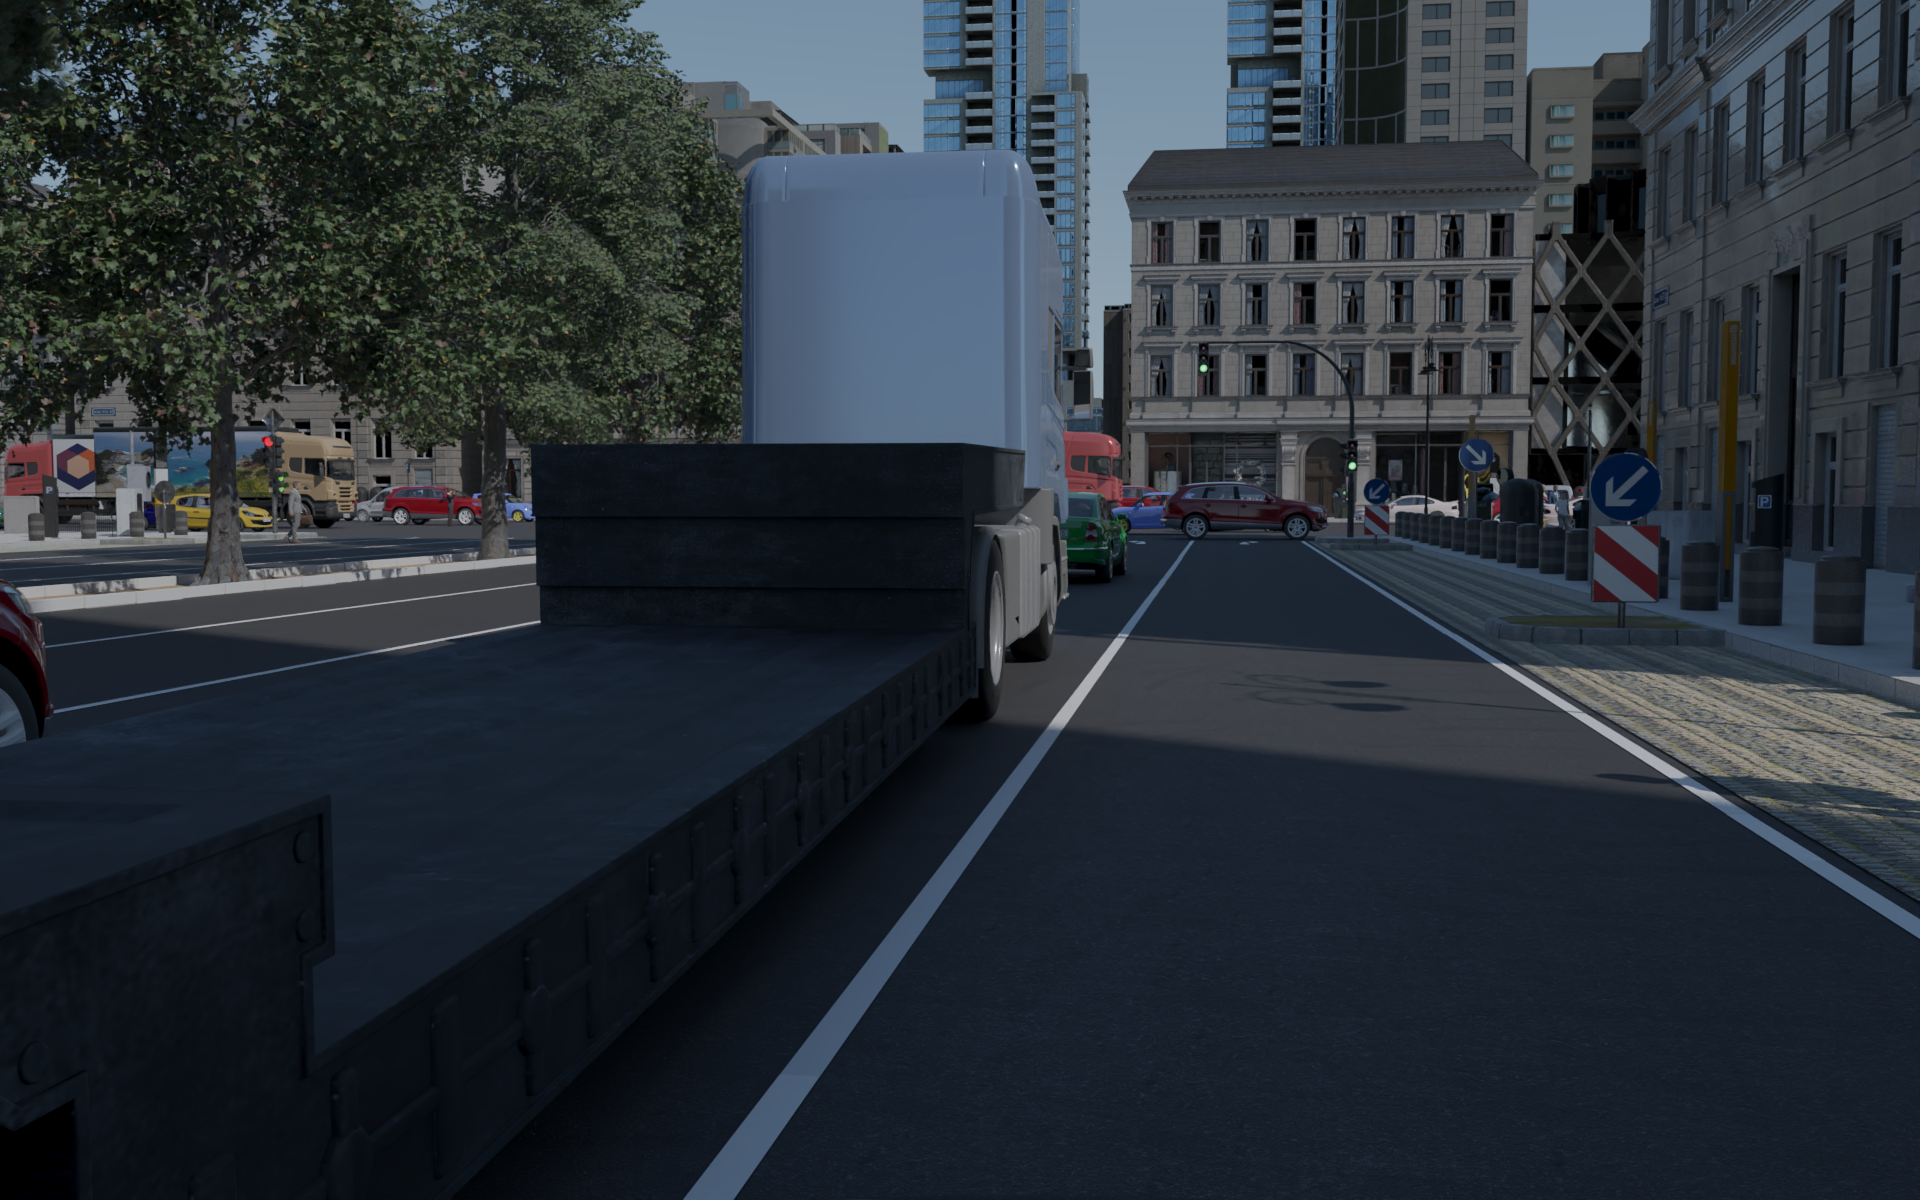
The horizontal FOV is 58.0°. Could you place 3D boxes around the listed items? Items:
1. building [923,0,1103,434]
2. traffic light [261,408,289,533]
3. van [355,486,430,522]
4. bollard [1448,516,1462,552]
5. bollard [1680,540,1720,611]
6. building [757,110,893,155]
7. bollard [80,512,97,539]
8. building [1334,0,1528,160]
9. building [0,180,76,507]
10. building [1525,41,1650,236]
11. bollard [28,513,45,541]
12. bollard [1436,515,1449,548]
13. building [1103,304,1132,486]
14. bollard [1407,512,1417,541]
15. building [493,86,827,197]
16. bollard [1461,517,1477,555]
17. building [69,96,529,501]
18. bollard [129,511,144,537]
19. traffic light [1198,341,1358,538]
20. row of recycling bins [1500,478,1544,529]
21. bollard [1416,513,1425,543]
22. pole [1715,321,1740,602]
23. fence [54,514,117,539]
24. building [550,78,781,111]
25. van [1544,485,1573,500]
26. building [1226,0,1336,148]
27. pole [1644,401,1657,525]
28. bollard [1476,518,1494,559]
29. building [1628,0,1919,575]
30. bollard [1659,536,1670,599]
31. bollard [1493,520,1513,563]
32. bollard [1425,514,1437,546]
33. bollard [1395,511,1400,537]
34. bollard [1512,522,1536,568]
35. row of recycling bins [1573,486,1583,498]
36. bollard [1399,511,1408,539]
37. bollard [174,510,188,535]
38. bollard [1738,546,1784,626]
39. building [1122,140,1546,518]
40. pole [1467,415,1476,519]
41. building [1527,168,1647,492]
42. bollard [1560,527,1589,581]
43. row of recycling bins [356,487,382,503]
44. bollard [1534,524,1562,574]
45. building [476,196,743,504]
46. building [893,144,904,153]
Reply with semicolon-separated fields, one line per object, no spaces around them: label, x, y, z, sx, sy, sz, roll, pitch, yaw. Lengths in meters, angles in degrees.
building;6.920;-58.302;265.913;31.000;86.520;22.319;1;4;9
traffic light;-22.294;-4.121;56.301;0.839;4.253;0.868;1;4;9
van;-28.928;-4.982;88.466;4.112;2.044;2.013;1;4;10
bollard;11.221;-1.473;38.800;0.404;0.777;0.398;0;3;0
bollard;8.191;-0.272;19.172;0.404;0.777;0.398;0;3;0
building;-15.856;-30.736;186.134;14.154;41.232;14.086;1;4;9
bollard;-24.959;-2.133;49.596;0.404;0.777;0.398;0;3;0
building;49.850;-46.016;190.613;20.563;71.187;20.611;1;4;9
building;-65.050;-16.541;112.242;24.055;21.916;13.314;1;4;9
building;70.867;-34.514;188.007;21.600;48.544;21.300;1;4;9
bollard;-25.293;-2.000;47.423;0.404;0.777;0.398;0;3;0
bollard;11.557;-1.606;40.978;0.404;0.777;0.398;0;3;0
building;28.672;-29.894;260.475;14.107;30.474;14.160;1;4;9
bollard;12.565;-2.006;47.512;0.404;0.777;0.398;0;3;0
building;-27.151;-29.162;168.673;32.217;40.220;23.993;1;4;9
bollard;10.879;-1.339;36.603;0.404;0.777;0.398;0;3;0
building;-40.619;-18.985;107.668;25.104;27.353;12.463;1;4;9
bollard;-24.621;-2.267;51.783;0.404;0.777;0.398;0;3;0
traffic light;9.441;-4.687;51.300;4.771;5.953;1.251;1;4;9
row of recycling bins;15.003;-2.399;46.339;1.069;1.692;3.534;2;4;23
bollard;12.223;-1.873;45.337;0.404;0.777;0.398;0;3;0
pole;9.100;-1.633;20.546;0.158;3.312;0.155;0;3;0
fence;-25.736;-2.173;50.909;0.278;0.683;2.069;1;4;23
building;-35.464;-35.662;202.684;30.456;49.044;23.786;1;4;9
van;27.437;-4.679;83.506;4.112;2.044;2.013;1;4;11
building;51.470;-57.857;258.626;31.000;86.520;22.319;1;4;9
pole;15.239;-2.714;38.213;0.158;3.312;0.155;0;3;0
bollard;10.547;-1.205;34.424;0.404;0.777;0.398;0;3;0
building;21.685;-14.383;32.427;12.463;27.353;25.104;1;4;9
bollard;8.530;-0.406;21.357;0.404;0.777;0.398;0;3;0
bollard;10.210;-1.072;32.250;0.404;0.777;0.398;0;3;0
bollard;11.892;-1.740;43.163;0.404;0.777;0.398;0;3;0
bollard;13.235;-2.273;51.878;0.404;0.777;0.398;0;3;0
bollard;9.875;-0.939;30.076;0.404;0.777;0.398;0;3;0
row of recycling bins;31.798;-5.081;90.194;3.534;1.692;1.069;1;4;16
bollard;12.898;-2.140;49.702;0.404;0.777;0.398;0;3;0
bollard;-24.285;-2.401;53.966;0.404;0.777;0.398;0;3;0
bollard;7.857;-0.139;16.989;0.404;0.777;0.398;0;3;0
building;11.315;-15.168;98.906;40.483;20.767;10.553;1;4;9
pole;13.205;-3.112;44.732;0.158;3.312;0.155;0;3;0
building;40.206;-14.123;98.364;16.811;18.784;16.820;1;4;9
bollard;9.202;-0.673;25.714;0.404;0.777;0.398;0;3;0
row of recycling bins;-33.261;-5.536;97.619;3.534;1.692;1.069;0;4;-1
bollard;9.537;-0.806;27.887;0.404;0.777;0.398;0;3;0
building;-18.230;-14.606;103.438;19.286;19.102;10.561;1;4;9
building;-12.609;-31.891;205.015;14.086;41.232;14.154;1;4;9
